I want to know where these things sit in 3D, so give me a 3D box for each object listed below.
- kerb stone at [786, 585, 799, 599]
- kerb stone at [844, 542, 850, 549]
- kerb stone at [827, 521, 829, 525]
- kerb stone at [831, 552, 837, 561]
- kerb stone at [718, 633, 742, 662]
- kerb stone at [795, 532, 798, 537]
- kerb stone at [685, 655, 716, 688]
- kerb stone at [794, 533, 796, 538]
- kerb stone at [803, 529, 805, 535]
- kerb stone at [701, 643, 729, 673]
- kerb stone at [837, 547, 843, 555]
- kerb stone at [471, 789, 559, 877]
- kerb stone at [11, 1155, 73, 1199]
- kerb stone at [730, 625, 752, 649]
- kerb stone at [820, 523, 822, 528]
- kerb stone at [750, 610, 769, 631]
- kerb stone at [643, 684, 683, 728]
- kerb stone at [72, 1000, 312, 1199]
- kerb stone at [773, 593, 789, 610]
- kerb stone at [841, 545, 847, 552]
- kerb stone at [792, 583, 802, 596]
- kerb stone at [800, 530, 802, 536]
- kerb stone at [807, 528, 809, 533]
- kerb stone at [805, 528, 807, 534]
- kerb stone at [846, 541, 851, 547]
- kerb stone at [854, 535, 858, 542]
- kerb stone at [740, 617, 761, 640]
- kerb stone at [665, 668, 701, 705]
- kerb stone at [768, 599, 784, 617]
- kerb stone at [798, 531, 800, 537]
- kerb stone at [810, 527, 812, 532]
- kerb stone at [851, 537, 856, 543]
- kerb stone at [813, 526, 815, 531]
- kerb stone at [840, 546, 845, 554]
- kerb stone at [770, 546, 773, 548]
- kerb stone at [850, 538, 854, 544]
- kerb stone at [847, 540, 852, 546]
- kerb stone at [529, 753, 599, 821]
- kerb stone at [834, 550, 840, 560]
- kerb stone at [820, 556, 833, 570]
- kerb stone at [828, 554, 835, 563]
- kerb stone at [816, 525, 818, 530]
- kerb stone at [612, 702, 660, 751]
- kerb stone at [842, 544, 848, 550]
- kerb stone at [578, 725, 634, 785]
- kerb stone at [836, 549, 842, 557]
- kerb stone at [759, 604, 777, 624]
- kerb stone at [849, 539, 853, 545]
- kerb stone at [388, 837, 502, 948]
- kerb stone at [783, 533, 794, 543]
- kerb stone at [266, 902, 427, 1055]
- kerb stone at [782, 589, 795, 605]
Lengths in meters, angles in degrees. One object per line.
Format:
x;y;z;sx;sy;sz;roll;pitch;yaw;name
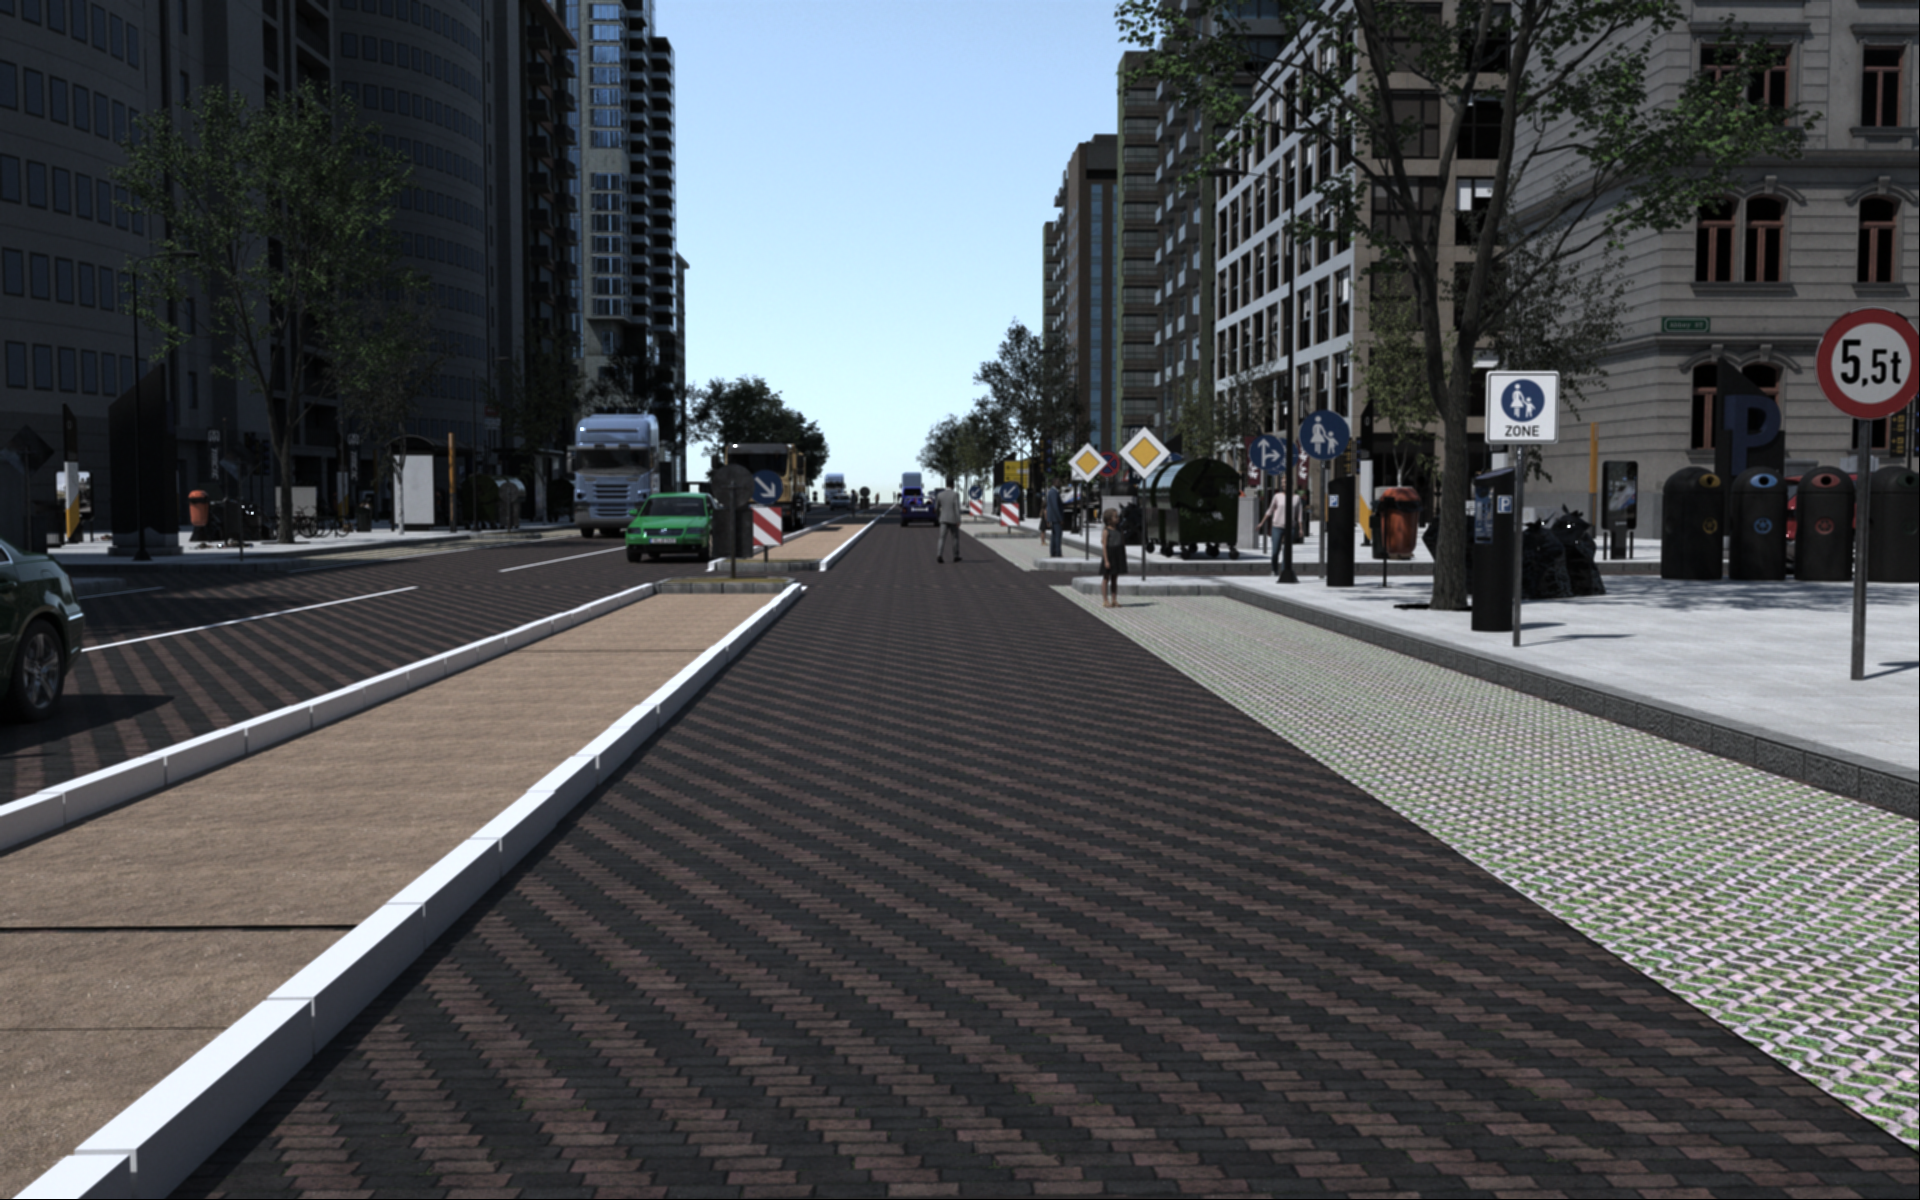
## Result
-2.296;-0.070;23.372;0.120;0.150;1.000;0;4;-2;kerb stone
-2.905;-1.293;43.343;0.120;0.150;1.000;0;4;-2;kerb stone
-6.044;-3.362;77.157;0.120;0.150;1.000;0;4;-2;kerb stone
-2.695;-0.855;36.179;0.120;0.150;1.000;0;4;-2;kerb stone
-2.040;0.430;15.170;0.120;0.150;1.000;0;4;-2;kerb stone
-5.388;-2.046;55.644;0.120;0.150;1.000;0;4;-2;kerb stone
-1.983;0.555;13.119;0.120;0.150;1.000;0;4;-2;kerb stone
-5.354;-1.979;54.623;0.120;0.150;1.000;0;4;-2;kerb stone
-5.517;-2.296;59.742;0.120;0.150;1.000;0;4;-2;kerb stone
-2.020;0.492;14.148;0.120;0.150;1.000;0;4;-2;kerb stone
-2.782;-1.043;39.250;0.120;0.150;1.000;0;4;-2;kerb stone
-1.786;0.932;6.965;0.120;0.150;1.000;0;4;-2;kerb stone
-1.659;1.184;2.872;0.120;0.150;1.000;0;4;-2;kerb stone
-2.076;0.366;16.207;0.120;0.150;1.000;0;4;-2;kerb stone
-5.862;-2.985;71.001;0.120;0.150;1.000;0;4;-2;kerb stone
-2.138;0.241;18.256;0.120;0.150;1.000;0;4;-2;kerb stone
-1.911;0.680;11.076;0.120;0.150;1.000;0;4;-2;kerb stone
-1.689;1.119;3.893;0.120;0.150;1.000;0;4;-2;kerb stone
-2.232;0.053;21.328;0.120;0.150;1.000;0;4;-2;kerb stone
-2.843;-1.168;41.299;0.120;0.150;1.000;0;4;-2;kerb stone
-2.324;-0.134;24.404;0.120;0.150;1.000;0;4;-2;kerb stone
-5.441;-2.169;57.691;0.120;0.150;1.000;0;4;-2;kerb stone
-5.577;-2.415;61.791;0.120;0.150;1.000;0;4;-2;kerb stone
-5.548;-2.359;60.769;0.120;0.150;1.000;0;4;-2;kerb stone
-2.942;-1.356;44.365;0.120;0.150;1.000;0;4;-2;kerb stone
-3.132;-1.723;50.515;0.120;0.150;1.000;0;4;-2;kerb stone
-2.108;0.305;17.234;0.120;0.150;1.000;0;4;-2;kerb stone
-1.946;0.618;12.098;0.120;0.150;1.000;0;4;-2;kerb stone
-2.192;0.121;20.307;0.120;0.150;1.000;0;4;-2;kerb stone
-5.415;-2.108;56.666;0.120;0.150;1.000;0;4;-2;kerb stone
-5.646;-2.547;63.833;0.120;0.150;1.000;0;4;-2;kerb stone
-3.066;-1.607;48.466;0.120;0.150;1.000;0;4;-2;kerb stone
-5.710;-2.670;65.876;0.120;0.150;1.000;0;4;-2;kerb stone
-2.816;-1.106;40.277;0.120;0.150;1.000;0;4;-2;kerb stone
-5.080;-1.418;45.399;0.120;0.150;1.000;0;4;-2;kerb stone
-3.035;-1.544;47.436;0.120;0.150;1.000;0;4;-2;kerb stone
-2.973;-1.419;45.393;0.120;0.150;1.000;0;4;-2;kerb stone
-1.829;0.869;7.986;0.120;0.150;1.000;0;4;-2;kerb stone
-2.718;-0.918;37.200;0.120;0.150;1.000;0;4;-2;kerb stone
-2.627;-0.730;34.136;0.120;0.150;1.000;0;4;-2;kerb stone
-2.666;-0.789;35.157;0.120;0.150;1.000;0;4;-2;kerb stone
-5.765;-2.796;67.922;0.120;0.150;1.000;0;4;-2;kerb stone
-1.890;0.744;10.048;0.120;0.150;1.000;0;4;-2;kerb stone
-2.879;-1.226;42.320;0.120;0.150;1.000;0;4;-2;kerb stone
-1.851;0.806;9.021;0.120;0.150;1.000;0;4;-2;kerb stone
-2.750;-0.981;38.227;0.120;0.150;1.000;0;4;-2;kerb stone
-2.169;0.178;19.279;0.120;0.150;1.000;0;4;-2;kerb stone
-3.004;-1.481;46.415;0.120;0.150;1.000;0;4;-2;kerb stone
-1.757;0.994;5.940;0.120;0.150;1.000;0;4;-2;kerb stone
-5.323;-1.921;53.596;0.120;0.150;1.000;0;4;-2;kerb stone
-1.722;1.057;4.918;0.120;0.150;1.000;0;4;-2;kerb stone
-2.258;-0.003;22.351;0.120;0.150;1.000;0;4;-2;kerb stone
